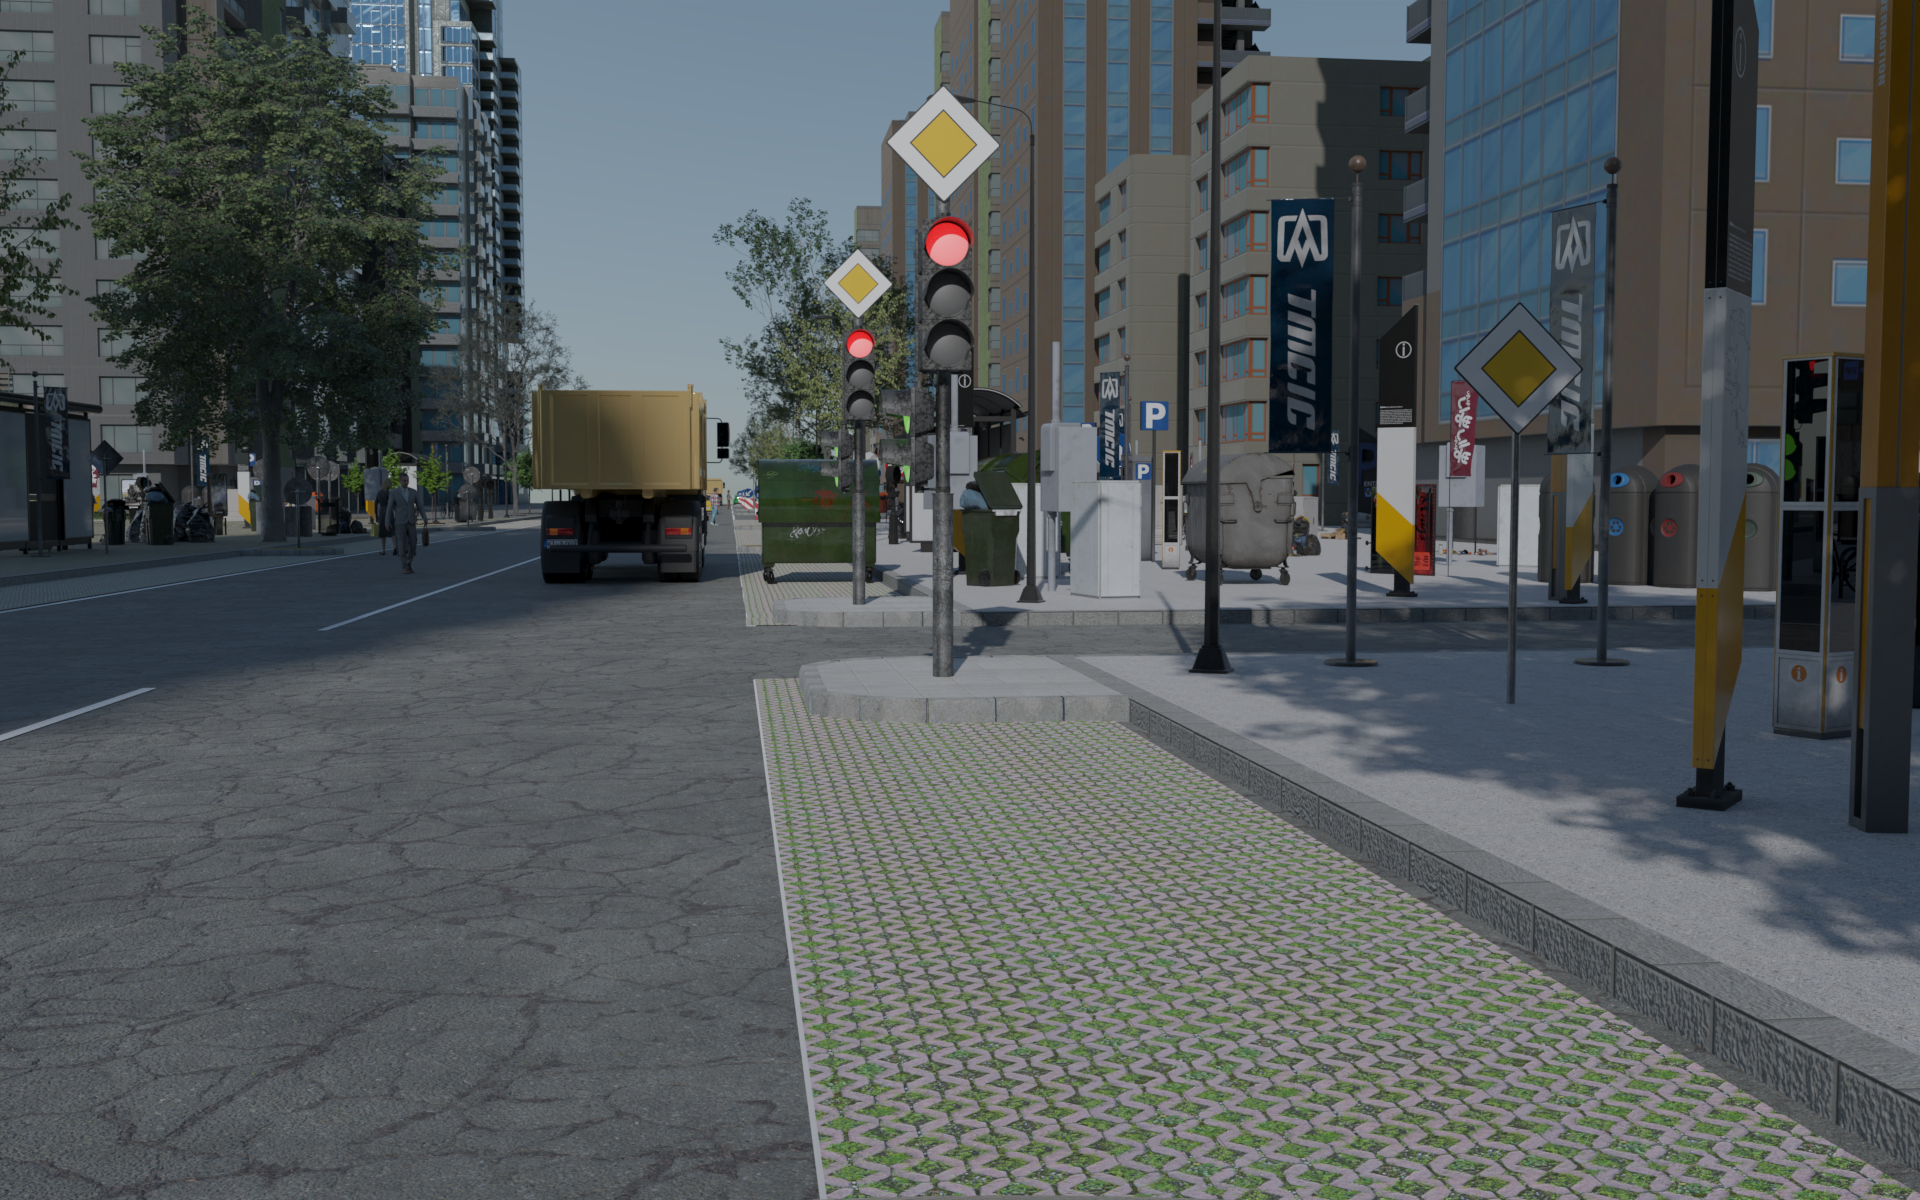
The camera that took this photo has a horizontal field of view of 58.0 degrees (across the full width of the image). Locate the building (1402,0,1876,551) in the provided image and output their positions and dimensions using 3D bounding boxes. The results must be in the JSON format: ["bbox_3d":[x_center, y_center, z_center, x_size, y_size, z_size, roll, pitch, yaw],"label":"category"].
[{"bbox_3d":[20.432,-23.976,42.114,14.200,45.320,14.600,0,4,-8],"label":"building"}]

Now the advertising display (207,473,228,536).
[{"bbox_3d":[-22.986,-2.961,53.629,0.123,1.923,0.974,0,4,7],"label":"advertising display"}]

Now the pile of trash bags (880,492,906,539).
[{"bbox_3d":[-0.279,-2.476,50.241,3.447,1.369,1.912,-2,4,-31],"label":"pile of trash bags"}]

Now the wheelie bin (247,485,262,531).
[{"bbox_3d":[-24.092,-3.165,59.658,0.693,1.594,0.980,2,4,26],"label":"wheelie bin"}]

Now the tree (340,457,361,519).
[{"bbox_3d":[-31.651,-5.871,90.593,1.663,3.219,1.824,0,3,0],"label":"tree"}]

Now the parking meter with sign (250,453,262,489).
[{"bbox_3d":[-29.991,-4.731,73.620,0.543,3.016,1.738,-3,4,-36],"label":"parking meter with sign"}]

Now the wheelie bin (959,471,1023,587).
[{"bbox_3d":[0.400,-0.998,24.218,0.980,1.594,0.693,-3,5,-45],"label":"wheelie bin"}]

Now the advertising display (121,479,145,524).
[{"bbox_3d":[-35.643,-4.249,74.693,0.974,1.923,0.123,0,4,0],"label":"advertising display"}]

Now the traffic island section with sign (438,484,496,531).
[{"bbox_3d":[-19.134,-3.591,67.337,1.989,1.847,2.006,0,4,-8],"label":"traffic island section with sign"}]

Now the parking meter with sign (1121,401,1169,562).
[{"bbox_3d":[3.423,-2.269,33.353,0.543,3.016,1.738,-1,4,-16],"label":"parking meter with sign"}]

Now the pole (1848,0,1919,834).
[{"bbox_3d":[3.512,-0.776,6.526,0.158,3.312,0.155,0,3,0],"label":"pole"}]

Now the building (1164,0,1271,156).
[{"bbox_3d":[10.446,-28.060,108.894,14.600,45.320,14.200,0,4,-8],"label":"building"}]

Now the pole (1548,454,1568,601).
[{"bbox_3d":[7.209,-1.648,20.793,0.158,3.312,0.155,0,3,0],"label":"pole"}]

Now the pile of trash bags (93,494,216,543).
[{"bbox_3d":[-21.605,-2.206,45.814,3.447,1.369,1.912,-2,4,-29],"label":"pile of trash bags"}]

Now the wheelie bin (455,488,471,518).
[{"bbox_3d":[-24.164,-4.665,84.187,0.693,1.594,0.980,-3,4,-38],"label":"wheelie bin"}]

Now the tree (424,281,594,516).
[{"bbox_3d":[-26.086,-11.645,100.767,12.009,13.543,11.850,0,3,0],"label":"tree"}]

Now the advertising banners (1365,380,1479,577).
[{"bbox_3d":[7.244,-1.895,27.177,0.090,3.025,2.074,-3,5,-39],"label":"advertising banners"}]

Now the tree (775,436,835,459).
[{"bbox_3d":[-7.848,-6.420,88.682,4.285,4.588,4.351,0,3,0],"label":"tree"}]

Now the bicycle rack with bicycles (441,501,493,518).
[{"bbox_3d":[-25.924,-4.778,91.505,2.852,0.926,2.925,-2,4,-32],"label":"bicycle rack with bicycles"}]

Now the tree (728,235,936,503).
[{"bbox_3d":[-4.218,-7.887,63.371,8.767,10.594,7.601,1,4,14],"label":"tree"}]

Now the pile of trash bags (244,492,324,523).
[{"bbox_3d":[-30.408,-4.189,78.246,1.912,1.369,3.447,3,5,42],"label":"pile of trash bags"}]

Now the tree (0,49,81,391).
[{"bbox_3d":[-16.036,-4.684,26.947,4.737,8.622,4.395,0,3,0],"label":"tree"}]

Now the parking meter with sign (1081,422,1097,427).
[{"bbox_3d":[2.460,-2.785,41.803,1.738,3.016,0.543,-3,4,-36],"label":"parking meter with sign"}]

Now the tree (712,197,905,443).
[{"bbox_3d":[-9.256,-15.466,108.755,12.611,20.169,13.585,0,3,0],"label":"tree"}]

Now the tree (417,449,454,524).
[{"bbox_3d":[-22.456,-4.864,74.134,1.663,3.219,1.824,0,3,0],"label":"tree"}]

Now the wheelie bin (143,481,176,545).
[{"bbox_3d":[-20.184,-2.185,43.637,0.693,1.594,0.980,-3,4,-36],"label":"wheelie bin"}]

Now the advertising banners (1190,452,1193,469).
[{"bbox_3d":[9.770,-4.626,71.828,0.090,3.025,2.074,0,4,-5],"label":"advertising banners"}]

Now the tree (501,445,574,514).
[{"bbox_3d":[-28.175,-7.941,113.556,4.285,4.588,4.351,0,3,0],"label":"tree"}]

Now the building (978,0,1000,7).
[{"bbox_3d":[8.088,-26.890,123.250,14.154,41.232,14.086,0,4,-8],"label":"building"}]

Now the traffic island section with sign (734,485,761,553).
[{"bbox_3d":[-4.506,-2.089,42.778,1.989,1.847,2.006,0,4,-8],"label":"traffic island section with sign"}]

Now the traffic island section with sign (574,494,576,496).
[{"bbox_3d":[-25.843,-6.673,117.737,1.989,1.847,2.006,0,4,-8],"label":"traffic island section with sign"}]

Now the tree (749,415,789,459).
[{"bbox_3d":[-16.919,-12.591,156.229,4.360,8.622,3.978,0,3,0],"label":"tree"}]

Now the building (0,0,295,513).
[{"bbox_3d":[-46.634,-25.279,96.901,14.154,41.232,14.086,0,4,-8],"label":"building"}]

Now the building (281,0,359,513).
[{"bbox_3d":[-54.138,-30.488,118.092,23.786,49.044,30.456,0,4,-8],"label":"building"}]

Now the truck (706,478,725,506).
[{"bbox_3d":[-30.601,-13.298,213.353,3.469,3.379,9.791,-1,4,-9],"label":"truck"}]

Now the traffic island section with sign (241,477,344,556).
[{"bbox_3d":[-15.583,-1.956,40.601,1.989,1.847,2.006,0,4,-8],"label":"traffic island section with sign"}]

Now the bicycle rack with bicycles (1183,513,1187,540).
[{"bbox_3d":[5.760,-2.102,47.748,2.852,0.926,2.925,-1,4,-22],"label":"bicycle rack with bicycles"}]

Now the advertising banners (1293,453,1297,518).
[{"bbox_3d":[12.481,-4.183,64.581,0.090,3.025,2.074,1,4,15],"label":"advertising banners"}]

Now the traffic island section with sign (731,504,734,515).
[{"bbox_3d":[-8.058,-3.723,69.499,1.989,1.847,2.006,0,4,-8],"label":"traffic island section with sign"}]

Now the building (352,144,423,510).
[{"bbox_3d":[-52.677,-22.638,141.834,14.160,30.474,14.107,0,4,-8],"label":"building"}]

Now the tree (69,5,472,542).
[{"bbox_3d":[-18.466,-8.553,46.492,9.857,13.997,8.962,0,3,0],"label":"tree"}]

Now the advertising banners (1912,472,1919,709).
[{"bbox_3d":[6.289,-0.851,10.108,2.074,3.025,0.090,1,4,15],"label":"advertising banners"}]

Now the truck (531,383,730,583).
[{"bbox_3d":[-5.939,-2.179,31.548,3.469,3.379,9.791,0,4,-7],"label":"truck"}]

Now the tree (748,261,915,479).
[{"bbox_3d":[-3.505,-6.328,53.829,4.737,8.622,4.395,0,3,0],"label":"tree"}]

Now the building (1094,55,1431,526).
[{"bbox_3d":[23.150,-14.656,84.660,27.650,21.520,28.899,0,4,-8],"label":"building"}]

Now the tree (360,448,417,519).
[{"bbox_3d":[-21.692,-4.348,65.694,1.663,3.219,1.824,0,3,0],"label":"tree"}]

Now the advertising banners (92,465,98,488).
[{"bbox_3d":[-37.219,-4.716,73.287,2.074,3.025,0.090,1,4,19],"label":"advertising banners"}]
